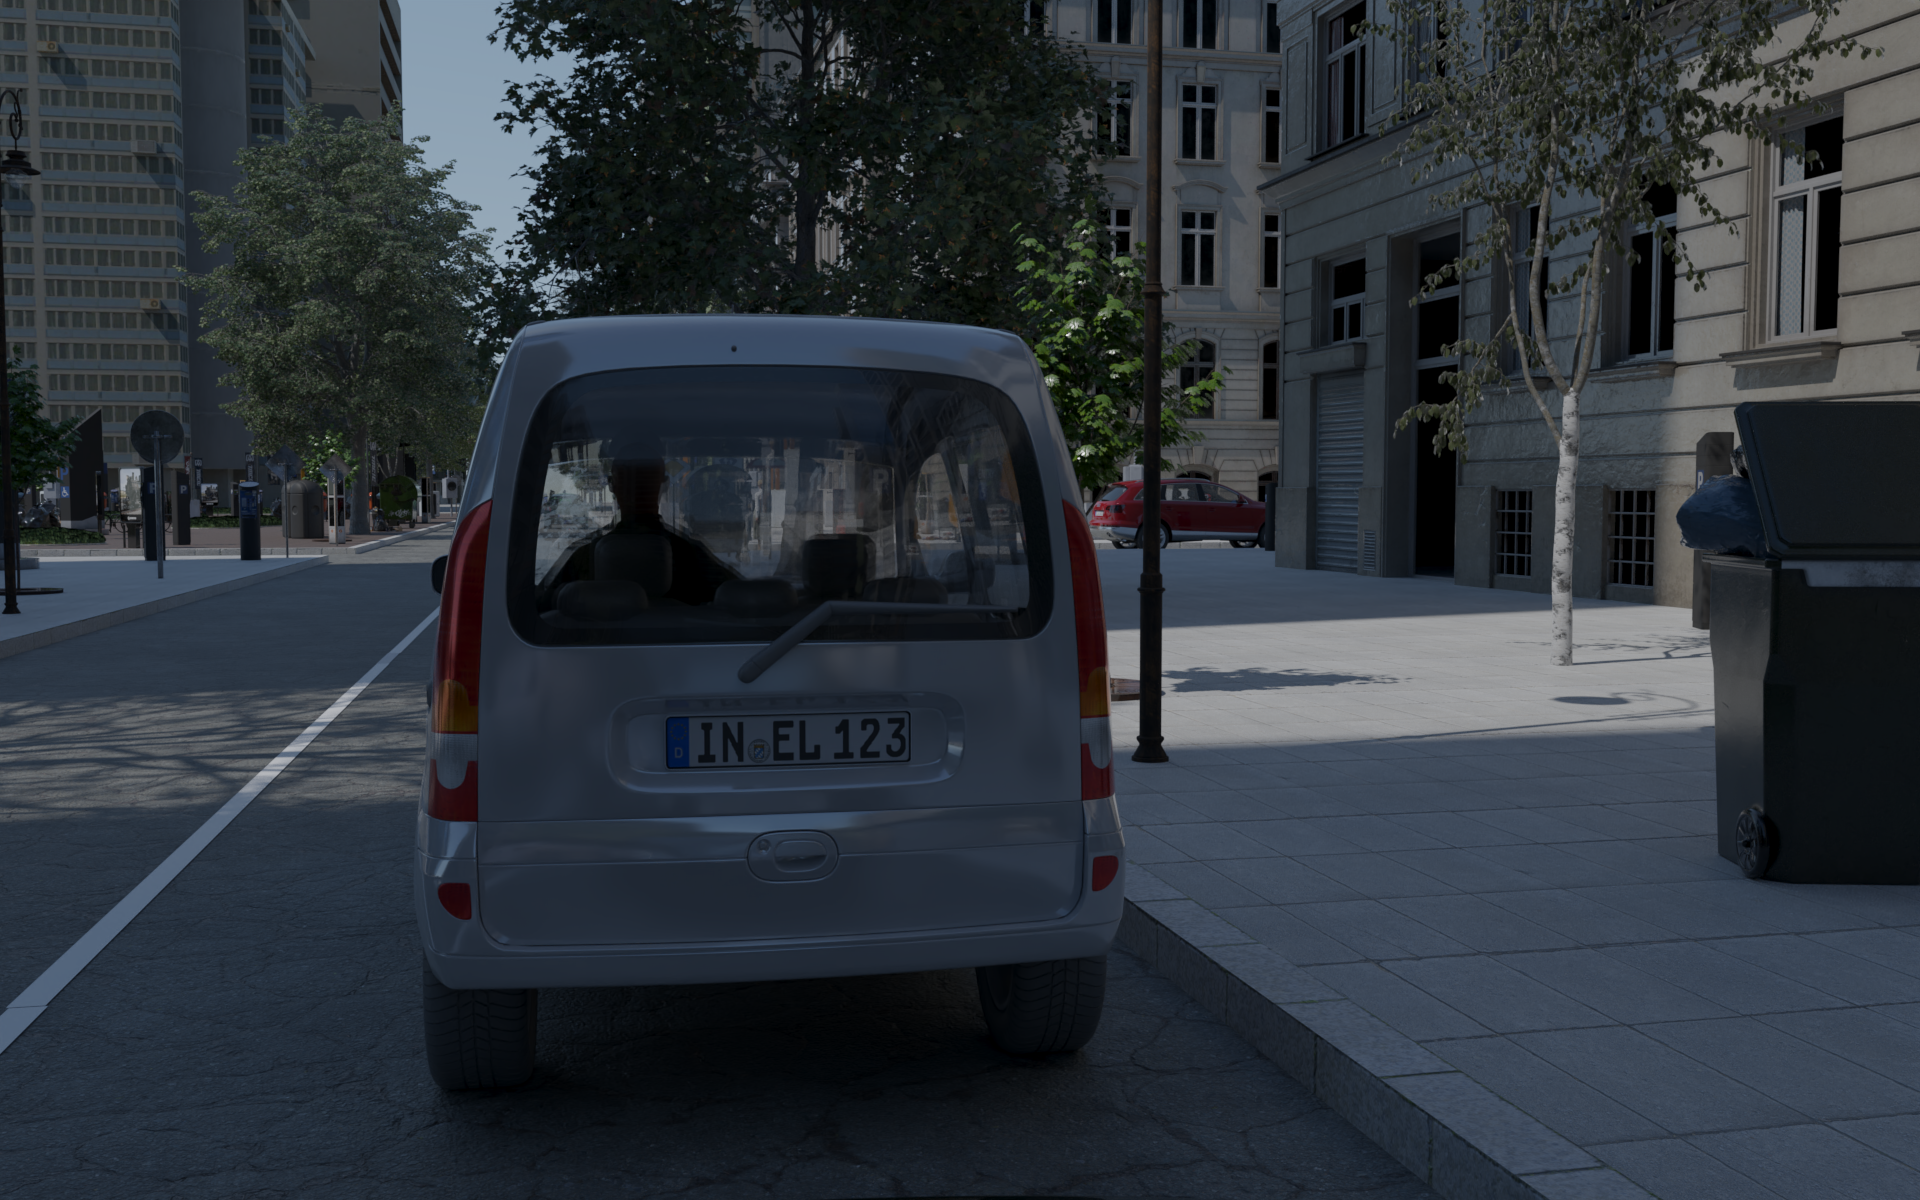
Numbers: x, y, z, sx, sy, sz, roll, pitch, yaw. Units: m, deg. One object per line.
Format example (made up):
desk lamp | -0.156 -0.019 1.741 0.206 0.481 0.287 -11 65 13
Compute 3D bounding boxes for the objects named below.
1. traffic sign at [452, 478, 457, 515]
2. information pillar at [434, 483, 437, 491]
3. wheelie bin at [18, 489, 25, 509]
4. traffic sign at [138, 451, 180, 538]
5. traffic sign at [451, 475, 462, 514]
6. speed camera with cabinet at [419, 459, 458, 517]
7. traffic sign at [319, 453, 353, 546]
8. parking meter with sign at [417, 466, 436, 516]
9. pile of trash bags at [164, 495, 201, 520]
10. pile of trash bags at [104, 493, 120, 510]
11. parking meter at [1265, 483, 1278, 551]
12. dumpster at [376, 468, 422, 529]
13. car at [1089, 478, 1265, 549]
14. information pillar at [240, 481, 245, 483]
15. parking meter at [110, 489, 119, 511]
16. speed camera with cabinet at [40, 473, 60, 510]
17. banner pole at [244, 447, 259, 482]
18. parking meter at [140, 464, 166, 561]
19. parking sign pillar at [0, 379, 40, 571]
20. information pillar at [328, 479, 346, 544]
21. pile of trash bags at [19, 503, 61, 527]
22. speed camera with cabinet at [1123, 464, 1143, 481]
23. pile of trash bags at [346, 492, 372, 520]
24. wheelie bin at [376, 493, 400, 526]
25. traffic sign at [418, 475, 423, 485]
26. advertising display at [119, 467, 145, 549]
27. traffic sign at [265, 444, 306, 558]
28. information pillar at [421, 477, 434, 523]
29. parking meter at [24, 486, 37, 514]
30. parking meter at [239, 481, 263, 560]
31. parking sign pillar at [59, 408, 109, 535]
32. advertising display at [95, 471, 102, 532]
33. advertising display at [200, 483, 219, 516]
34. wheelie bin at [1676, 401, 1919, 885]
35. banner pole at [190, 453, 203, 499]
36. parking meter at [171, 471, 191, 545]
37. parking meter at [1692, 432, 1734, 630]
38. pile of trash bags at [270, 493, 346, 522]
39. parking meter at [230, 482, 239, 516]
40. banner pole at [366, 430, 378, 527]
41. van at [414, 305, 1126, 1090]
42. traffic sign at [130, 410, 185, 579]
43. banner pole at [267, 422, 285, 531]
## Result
traffic sign | -31.496 -6.437 107.370 0.606 2.300 0.079 -1 4 -13
information pillar | -33.437 -6.450 109.944 0.304 2.012 0.304 2 4 35
wheelie bin | -42.941 -4.337 78.821 0.980 1.594 0.693 0 4 2
traffic sign | -13.738 -1.810 29.693 0.768 2.556 0.104 0 4 -6
traffic sign | -33.207 -6.973 114.115 0.768 2.556 0.104 -1 4 -11
speed camera with cabinet | -29.504 -6.337 97.944 2.038 3.252 0.660 -3 5 -39
traffic sign | -15.338 -2.382 42.594 0.795 2.450 0.064 -1 4 -13
parking meter with sign | -31.626 -6.501 102.545 0.543 3.016 1.738 0 4 6
pile of trash bags | -38.094 -4.527 83.766 1.912 1.369 3.447 0 4 -2
pile of trash bags | -46.111 -5.261 95.763 3.447 1.369 1.912 0 4 3
parking meter | 7.071 -1.875 39.062 0.372 1.533 0.369 0 3 0
dumpster | -21.034 -3.818 64.921 1.502 2.255 1.985 -1 4 -13
car | 5.815 -2.072 42.557 5.304 1.827 2.281 -1 4 -15
information pillar | -38.835 -5.476 94.032 0.304 2.012 0.304 1 4 13
parking meter | -45.883 -5.235 94.004 0.372 1.533 0.369 0 3 0
speed camera with cabinet | -52.667 -6.482 100.323 2.038 3.252 0.660 3 5 45
banner pole | -37.305 -6.206 91.477 0.863 3.779 0.401 -3 4 -36
parking meter | -15.512 -1.686 33.280 0.399 1.863 0.255 -2 4 -33
parking sign pillar | -16.522 -2.506 29.442 1.447 3.967 1.447 3 4 39
information pillar | -15.964 -2.438 44.354 0.304 2.012 0.304 3 4 37
pile of trash bags | -32.318 -3.000 58.804 3.447 1.369 1.912 0 4 7
speed camera with cabinet | 6.211 -3.700 54.828 2.038 3.252 0.660 0 4 -2
pile of trash bags | -30.951 -4.743 87.295 3.447 1.369 1.912 -3 4 -37
wheelie bin | -22.797 -3.746 69.157 0.980 1.594 0.693 -2 4 -29
traffic sign | -33.050 -6.536 106.860 0.884 2.594 0.081 0 4 -5
advertising display | -19.556 -2.186 40.957 0.974 1.923 0.123 2 4 35
traffic sign | -13.541 -1.906 34.813 0.795 2.450 0.064 -1 4 -13
information pillar | -23.396 -4.365 75.860 0.304 2.012 0.304 1 4 9
parking meter | -37.373 -3.909 69.628 0.399 1.863 0.255 1 4 9
parking meter | -13.769 -1.539 33.581 0.372 1.533 0.369 0 3 0
parking sign pillar | -27.359 -4.004 53.938 1.447 3.967 1.447 1 4 21
advertising display | -24.593 -2.707 49.469 0.123 1.923 0.974 -2 4 -28
advertising display | -43.739 -5.855 100.950 0.974 1.923 0.123 -1 4 -12
wheelie bin | 2.924 0.123 5.904 0.980 1.594 0.693 0 4 4
banner pole | -46.162 -7.012 104.660 0.863 3.779 0.401 -3 4 -36
parking meter | -19.583 -2.315 43.559 0.255 1.863 0.399 2 4 32
parking meter | 7.159 -0.658 16.473 0.255 1.863 0.399 1 4 8
pile of trash bags | -30.655 -4.340 80.714 3.447 1.369 1.912 2 4 32
parking meter | -35.211 -4.794 84.089 0.255 1.863 0.399 -3 5 -44
banner pole | -22.859 -4.725 67.275 0.401 3.779 0.863 1 4 15
van | -0.743 0.083 5.651 2.013 2.044 4.112 -1 4 -11
traffic sign | -12.154 -1.599 26.256 0.768 2.556 0.104 -1 4 -12
banner pole | -23.546 -4.269 59.820 0.401 3.779 0.863 3 5 40
